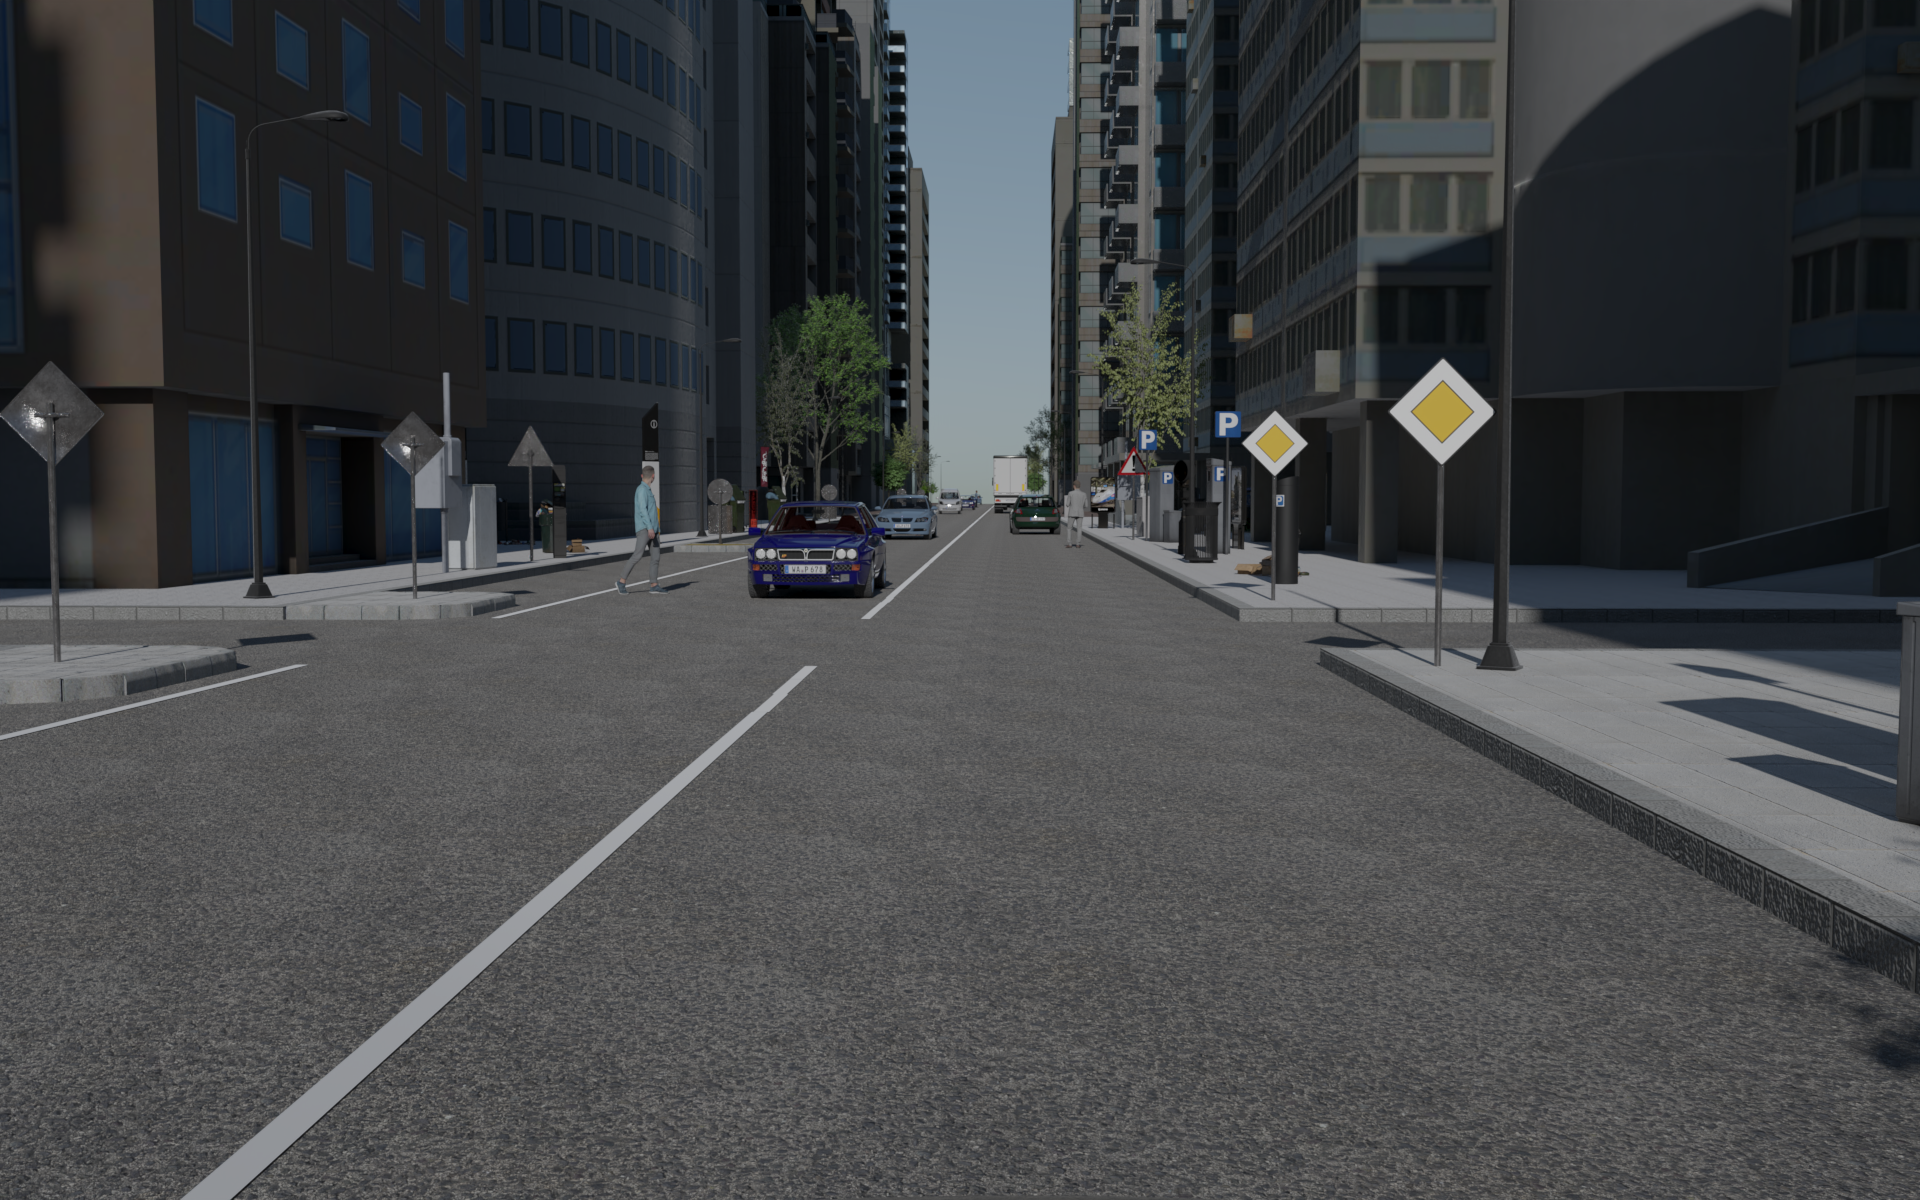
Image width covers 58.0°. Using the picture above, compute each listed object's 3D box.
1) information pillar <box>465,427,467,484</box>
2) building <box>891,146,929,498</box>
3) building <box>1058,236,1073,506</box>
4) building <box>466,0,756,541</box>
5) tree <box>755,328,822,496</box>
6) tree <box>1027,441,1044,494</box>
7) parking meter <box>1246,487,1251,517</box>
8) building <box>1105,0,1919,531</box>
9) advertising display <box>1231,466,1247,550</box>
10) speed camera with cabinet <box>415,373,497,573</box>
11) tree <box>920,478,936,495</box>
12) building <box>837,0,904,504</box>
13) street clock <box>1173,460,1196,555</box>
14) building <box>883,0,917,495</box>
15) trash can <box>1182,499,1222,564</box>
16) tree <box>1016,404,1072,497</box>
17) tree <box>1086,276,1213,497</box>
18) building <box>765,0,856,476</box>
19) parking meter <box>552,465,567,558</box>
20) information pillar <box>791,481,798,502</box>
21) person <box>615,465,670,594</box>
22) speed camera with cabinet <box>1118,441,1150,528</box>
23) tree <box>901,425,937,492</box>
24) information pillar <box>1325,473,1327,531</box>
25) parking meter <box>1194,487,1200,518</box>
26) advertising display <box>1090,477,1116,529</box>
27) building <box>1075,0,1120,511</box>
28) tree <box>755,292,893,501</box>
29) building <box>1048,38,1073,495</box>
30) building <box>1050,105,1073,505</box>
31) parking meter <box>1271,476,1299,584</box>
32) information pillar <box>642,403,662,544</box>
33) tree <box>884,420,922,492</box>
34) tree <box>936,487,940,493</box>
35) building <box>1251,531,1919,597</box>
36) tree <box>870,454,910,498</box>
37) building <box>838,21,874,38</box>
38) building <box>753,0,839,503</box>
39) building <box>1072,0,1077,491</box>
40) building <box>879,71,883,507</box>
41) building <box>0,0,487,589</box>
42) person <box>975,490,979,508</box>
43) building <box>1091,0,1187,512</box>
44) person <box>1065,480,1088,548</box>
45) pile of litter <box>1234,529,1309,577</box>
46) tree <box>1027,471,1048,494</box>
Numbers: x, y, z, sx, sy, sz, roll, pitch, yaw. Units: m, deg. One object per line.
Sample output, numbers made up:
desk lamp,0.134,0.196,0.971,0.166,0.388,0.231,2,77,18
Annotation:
information pillar,-12.193,-3.109,42.185,0.183,3.616,0.504,1,4,21
building,-15.470,-37.966,244.452,21.300,48.544,21.600,0,4,2
building,18.123,-25.907,195.272,14.160,30.474,14.107,0,4,2
building,-19.470,-31.541,57.700,21.231,58.520,28.212,0,4,2
tree,-7.889,-7.681,75.950,4.360,8.622,3.978,0,3,0
tree,10.401,-18.256,248.840,4.737,8.622,4.395,0,3,0
parking meter,10.674,-3.400,64.002,0.372,1.533,0.369,0,3,0
building,22.931,-23.529,76.583,32.217,40.220,23.993,0,4,2
advertising display,6.481,-2.148,40.327,0.123,1.923,0.974,0,4,-6
speed camera with cabinet,-8.463,-2.124,29.061,0.660,3.252,2.038,1,4,8
tree,-4.173,-12.904,205.583,1.663,3.219,1.824,0,3,0
building,-16.730,-46.081,191.673,20.563,71.187,20.611,0,4,2
street clock,4.765,-1.971,36.798,0.358,2.002,0.471,-2,4,-35
building,-16.365,-55.308,216.962,22.319,86.520,31.000,0,4,2
trash can,4.489,-1.255,32.177,0.748,1.137,0.748,0,3,0
tree,9.290,-15.050,180.487,7.601,10.594,8.767,-2,4,-27
tree,6.519,-6.675,59.501,4.737,8.622,4.395,0,3,0
building,-19.220,-28.742,124.549,22.147,44.769,28.867,0,4,2
parking meter,-8.017,-1.770,34.644,0.255,1.863,0.399,-1,4,-15
information pillar,-9.216,-5.631,96.554,0.304,2.012,0.304,0,4,5
person,-4.547,-1.008,24.835,0.748,1.841,0.638,1,4,11
speed camera with cabinet,6.789,-4.263,64.040,2.038,3.252,0.660,3,5,44
tree,-4.323,-14.353,185.027,4.360,8.622,3.978,0,3,0
information pillar,12.559,-3.406,60.180,0.304,2.012,0.304,0,4,1
parking meter,8.778,-3.448,64.792,0.372,1.533,0.369,0,3,0
advertising display,5.321,-3.616,64.331,0.974,1.923,0.123,1,4,22
building,15.946,-27.533,133.751,14.154,41.232,14.086,0,4,2
tree,-7.292,-9.988,89.061,9.928,11.665,9.643,0,3,0
building,23.713,-56.589,237.894,22.319,86.520,31.000,0,4,2
building,22.041,-36.009,212.441,21.300,48.544,21.600,0,4,2
parking meter,4.644,-0.997,24.715,0.372,1.533,0.369,0,3,0
information pillar,-7.894,-3.237,44.275,0.183,3.616,0.504,3,5,40
tree,-5.791,-13.541,171.749,4.737,8.622,4.395,0,3,0
tree,-3.639,-14.976,239.462,1.663,3.219,1.824,0,3,0
building,18.831,-21.062,36.240,23.993,40.220,32.217,0,4,2
tree,-5.734,-9.668,141.780,4.285,4.588,4.351,0,3,0
building,-14.678,-28.292,146.167,14.154,41.232,14.086,0,4,2
building,-14.979,-20.288,103.415,14.160,30.474,14.107,0,4,2
building,20.573,-37.461,154.479,21.231,58.520,28.212,0,4,2
building,-14.677,-29.204,161.076,14.154,41.232,14.086,0,4,2
building,-17.198,-23.166,28.879,14.600,45.320,14.200,0,4,2
person,1.782,-10.746,184.179,0.705,1.826,1.348,-1,4,-16
building,20.822,-30.063,111.143,23.786,49.044,30.456,0,4,2
person,3.060,-2.283,46.020,0.606,1.804,0.583,-1,4,-19
pile of litter,4.956,-0.830,27.531,1.176,0.858,1.719,1,4,10
tree,10.232,-15.326,234.298,4.285,4.588,4.351,0,3,0
